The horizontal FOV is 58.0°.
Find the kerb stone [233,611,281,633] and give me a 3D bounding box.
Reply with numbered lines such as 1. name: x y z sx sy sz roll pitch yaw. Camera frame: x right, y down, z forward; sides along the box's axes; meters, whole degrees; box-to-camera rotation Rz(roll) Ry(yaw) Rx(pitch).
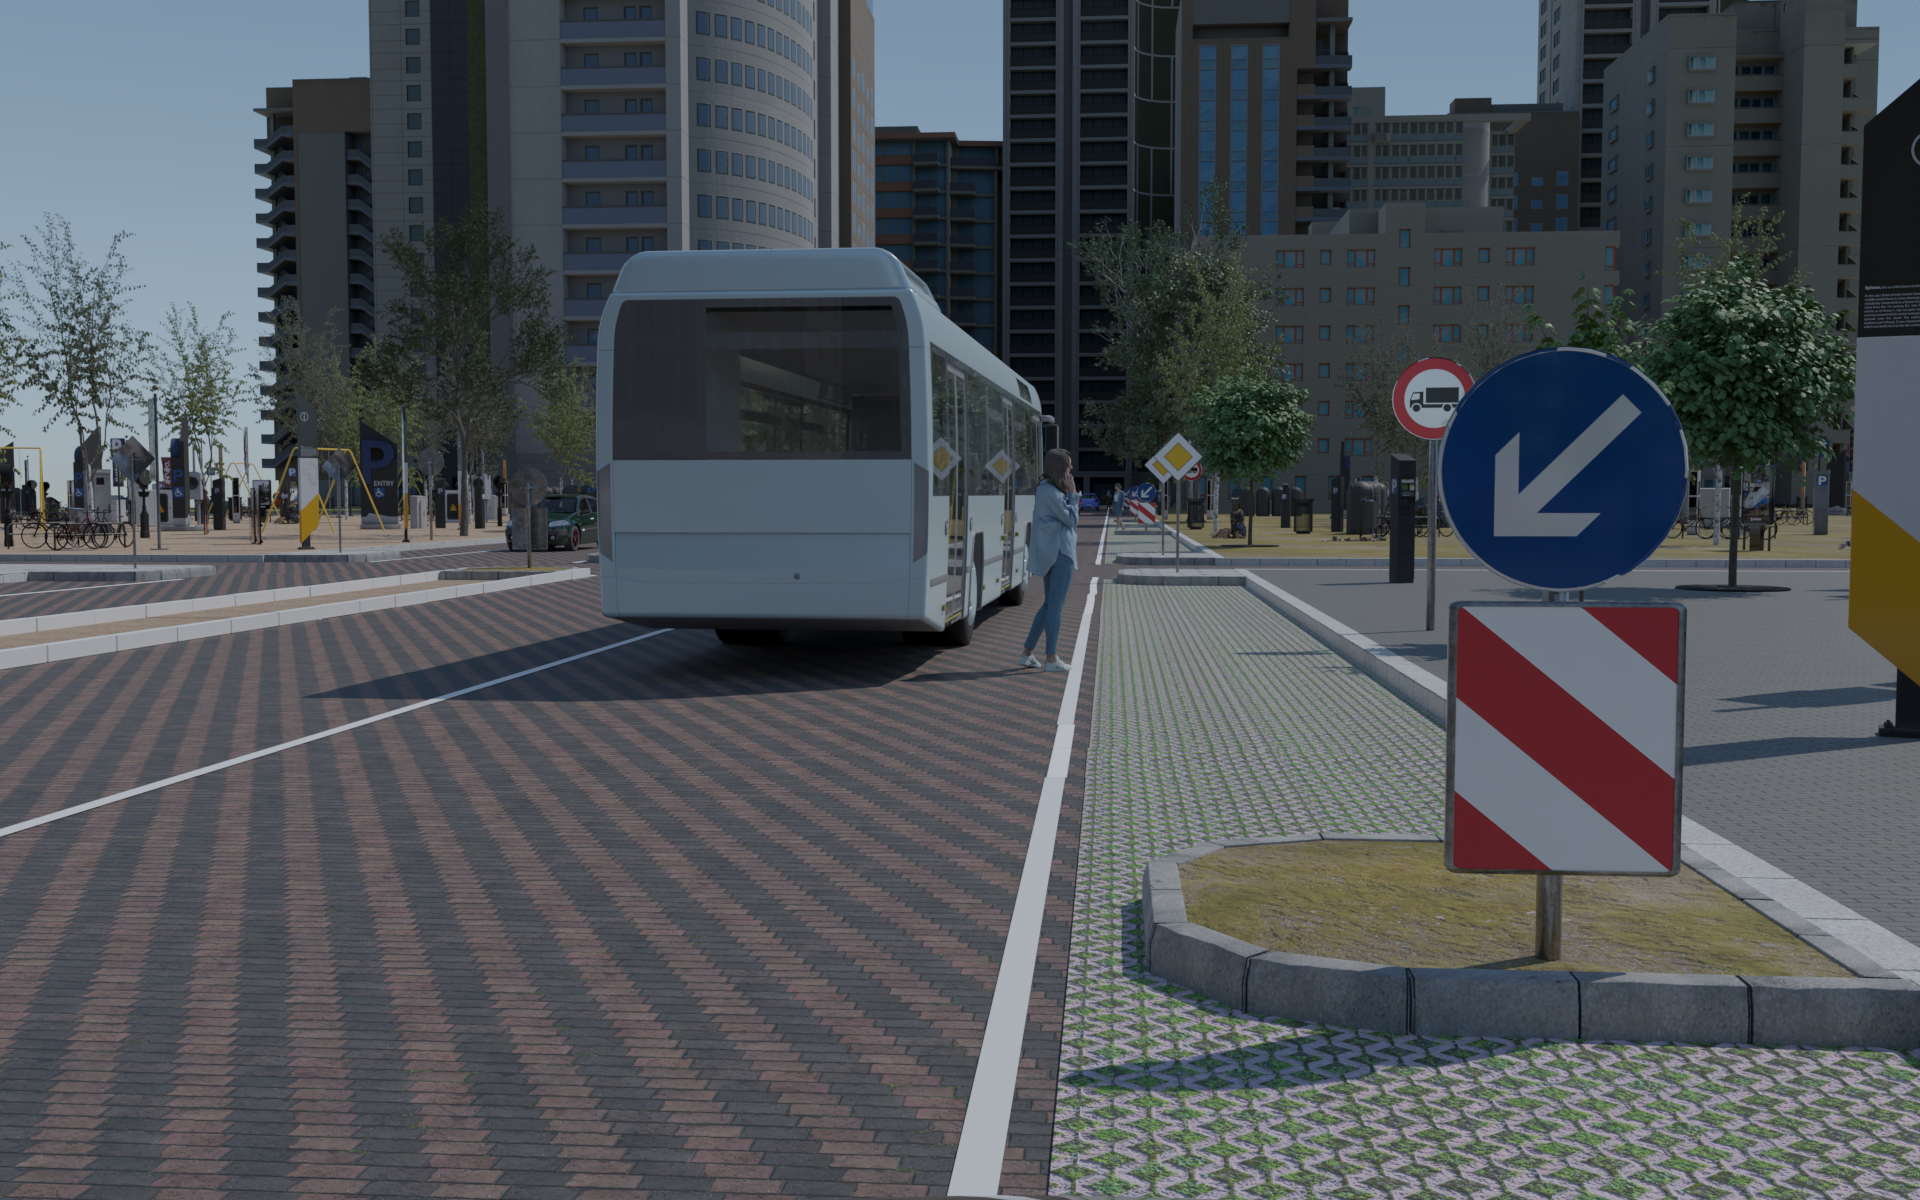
1. kerb stone: -7.487 0.246 18.273 0.120 0.150 1.000 0 4 5

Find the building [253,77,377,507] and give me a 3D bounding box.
1. building: -64.446 -32.655 184.027 14.200 45.320 14.600 0 4 5

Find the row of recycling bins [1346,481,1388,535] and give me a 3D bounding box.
1. row of recycling bins: 13.235 -2.995 56.080 1.069 1.692 3.534 1 4 23

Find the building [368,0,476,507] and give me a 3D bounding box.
1. building: -46.664 -45.313 179.119 20.611 71.187 20.563 0 4 5

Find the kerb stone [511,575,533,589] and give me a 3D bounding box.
1. kerb stone: -6.783 -0.256 26.434 0.120 0.150 1.000 0 4 5

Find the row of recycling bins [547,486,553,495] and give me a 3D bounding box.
1. row of recycling bins: -21.671 -5.254 93.017 1.069 1.692 3.534 1 4 10

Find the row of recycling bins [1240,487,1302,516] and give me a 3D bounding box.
1. row of recycling bins: 17.997 -5.688 100.119 3.534 1.692 1.069 0 4 5

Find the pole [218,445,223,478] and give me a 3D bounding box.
1. pole: -30.966 -4.817 72.594 0.158 3.312 0.155 0 3 0

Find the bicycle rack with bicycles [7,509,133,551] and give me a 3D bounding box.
1. bicycle rack with bicycles: -20.807 -1.676 40.786 2.852 0.926 2.925 2 4 30

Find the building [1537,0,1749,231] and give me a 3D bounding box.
1. building: 79.199 -46.579 199.816 20.611 71.187 20.563 0 4 5

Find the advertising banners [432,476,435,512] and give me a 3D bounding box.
1. advertising banners: -32.665 -6.872 108.549 2.074 3.025 0.090 3 5 41

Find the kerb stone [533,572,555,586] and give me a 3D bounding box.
1. kerb stone: -6.687 -0.322 27.456 0.120 0.150 1.000 0 4 5

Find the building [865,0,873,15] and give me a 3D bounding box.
1. building: -21.131 -52.706 174.415 31.000 86.520 22.319 0 4 5

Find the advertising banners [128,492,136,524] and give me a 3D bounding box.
1. advertising banners: -34.818 -4.711 73.217 0.090 3.025 2.074 -1 4 -9

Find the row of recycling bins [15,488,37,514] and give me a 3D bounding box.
1. row of recycling bins: -59.645 -6.216 108.749 1.069 1.692 3.534 2 4 24

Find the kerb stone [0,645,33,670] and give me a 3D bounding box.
1. kerb stone: -7.845 0.490 14.187 0.120 0.150 1.000 0 4 5

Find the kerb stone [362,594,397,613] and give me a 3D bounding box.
1. kerb stone: -7.228 0.053 21.332 0.120 0.150 1.000 0 4 5

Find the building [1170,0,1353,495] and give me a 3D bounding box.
1. building: 25.914 -30.659 151.388 14.600 45.320 14.200 0 4 5

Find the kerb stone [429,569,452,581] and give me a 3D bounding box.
1. kerb stone: -8.693 -0.396 28.670 0.120 0.150 1.000 0 4 5

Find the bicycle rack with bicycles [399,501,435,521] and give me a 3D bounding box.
1. bicycle rack with bicycles: -25.973 -4.289 83.505 2.925 0.926 2.852 -2 4 -24

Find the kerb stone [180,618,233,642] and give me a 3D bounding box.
1. kerb stone: -7.576 0.308 17.251 0.120 0.150 1.000 0 4 5

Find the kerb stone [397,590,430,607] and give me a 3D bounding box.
1. kerb stone: -7.133 -0.010 22.352 0.120 0.150 1.000 0 4 5

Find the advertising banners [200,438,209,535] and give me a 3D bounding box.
1. advertising banners: -23.822 -3.572 54.592 0.090 3.025 2.074 -1 4 -19

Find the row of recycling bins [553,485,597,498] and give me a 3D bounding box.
1. row of recycling bins: -16.729 -4.402 79.082 1.069 1.692 3.534 3 4 36

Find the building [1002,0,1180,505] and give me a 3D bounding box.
1. building: 15.845 -46.913 205.287 20.611 71.187 20.563 0 4 5

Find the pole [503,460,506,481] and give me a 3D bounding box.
1. pole: -27.168 -6.699 103.371 0.158 3.312 0.155 0 3 0

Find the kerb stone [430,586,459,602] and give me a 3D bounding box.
1. kerb stone: -7.048 -0.072 23.370 0.120 0.150 1.000 0 4 5

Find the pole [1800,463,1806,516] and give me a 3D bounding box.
1. pole: 45.416 -6.082 93.288 0.158 3.312 0.155 0 3 0

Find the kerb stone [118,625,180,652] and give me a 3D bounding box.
1. kerb stone: -7.666 0.366 16.232 0.120 0.150 1.000 0 4 5

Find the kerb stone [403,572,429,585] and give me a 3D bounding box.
1. kerb stone: -8.778 -0.331 27.648 0.120 0.150 1.000 0 4 5

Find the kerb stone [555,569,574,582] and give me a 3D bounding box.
1. kerb stone: -6.605 -0.381 28.486 0.120 0.150 1.000 0 4 5

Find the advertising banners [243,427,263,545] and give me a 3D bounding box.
1. advertising banners: -18.197 -2.958 44.550 0.090 3.025 2.074 -2 4 -32

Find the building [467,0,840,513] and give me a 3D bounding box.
1. building: -21.445 -35.783 127.048 21.231 58.520 28.212 0 4 5

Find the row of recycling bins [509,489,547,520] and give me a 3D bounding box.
1. row of recycling bins: -14.968 -3.214 59.660 1.069 1.692 3.534 -1 4 -17

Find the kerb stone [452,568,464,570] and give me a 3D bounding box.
1. kerb stone: -8.600 -0.458 29.688 0.120 0.150 1.000 0 4 5

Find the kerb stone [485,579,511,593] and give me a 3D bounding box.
1. kerb stone: -6.858 -0.192 25.406 0.120 0.150 1.000 0 4 5

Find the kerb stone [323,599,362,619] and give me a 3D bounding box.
1. kerb stone: -7.316 0.115 20.309 0.120 0.150 1.000 0 4 5

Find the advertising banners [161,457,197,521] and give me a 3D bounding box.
1. advertising banners: -36.547 -5.219 81.513 2.074 3.025 0.090 0 4 1

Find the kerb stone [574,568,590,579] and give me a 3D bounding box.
1. kerb stone: -6.508 -0.447 29.503 0.120 0.150 1.000 0 4 5

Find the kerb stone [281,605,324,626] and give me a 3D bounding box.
1. kerb stone: -7.396 0.179 19.290 0.120 0.150 1.000 0 4 5

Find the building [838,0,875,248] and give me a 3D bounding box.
1. building: -15.060 -30.461 148.141 14.600 45.320 14.200 0 4 5

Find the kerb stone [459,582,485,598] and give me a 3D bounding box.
1. kerb stone: -6.957 -0.133 24.388 0.120 0.150 1.000 0 4 5

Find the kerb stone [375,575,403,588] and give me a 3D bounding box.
1. kerb stone: -8.871 -0.268 26.624 0.120 0.150 1.000 0 4 5

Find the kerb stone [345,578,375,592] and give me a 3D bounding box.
1. kerb stone: -8.955 -0.205 25.599 0.120 0.150 1.000 0 4 5

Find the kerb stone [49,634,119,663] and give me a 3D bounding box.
1. kerb stone: -7.755 0.428 15.205 0.120 0.150 1.000 0 4 5

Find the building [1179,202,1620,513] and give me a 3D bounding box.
1. building: 30.712 -17.392 129.399 27.650 21.520 28.899 0 4 5

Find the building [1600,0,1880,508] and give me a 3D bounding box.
1. building: 76.042 -33.332 168.674 21.600 48.544 21.300 0 4 5

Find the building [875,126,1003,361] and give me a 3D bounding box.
1. building: -8.714 -33.921 209.237 28.867 44.769 22.147 0 4 5

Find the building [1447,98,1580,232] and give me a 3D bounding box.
1. building: 61.577 -33.564 198.884 14.200 45.320 14.600 0 4 5

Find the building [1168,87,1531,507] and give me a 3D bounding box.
1. building: 36.684 -29.249 170.101 32.217 40.220 23.993 0 4 5

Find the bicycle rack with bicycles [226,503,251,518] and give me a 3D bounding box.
1. bicycle rack with bicycles: -39.044 -4.956 94.419 2.925 0.926 2.852 -3 5 -41
